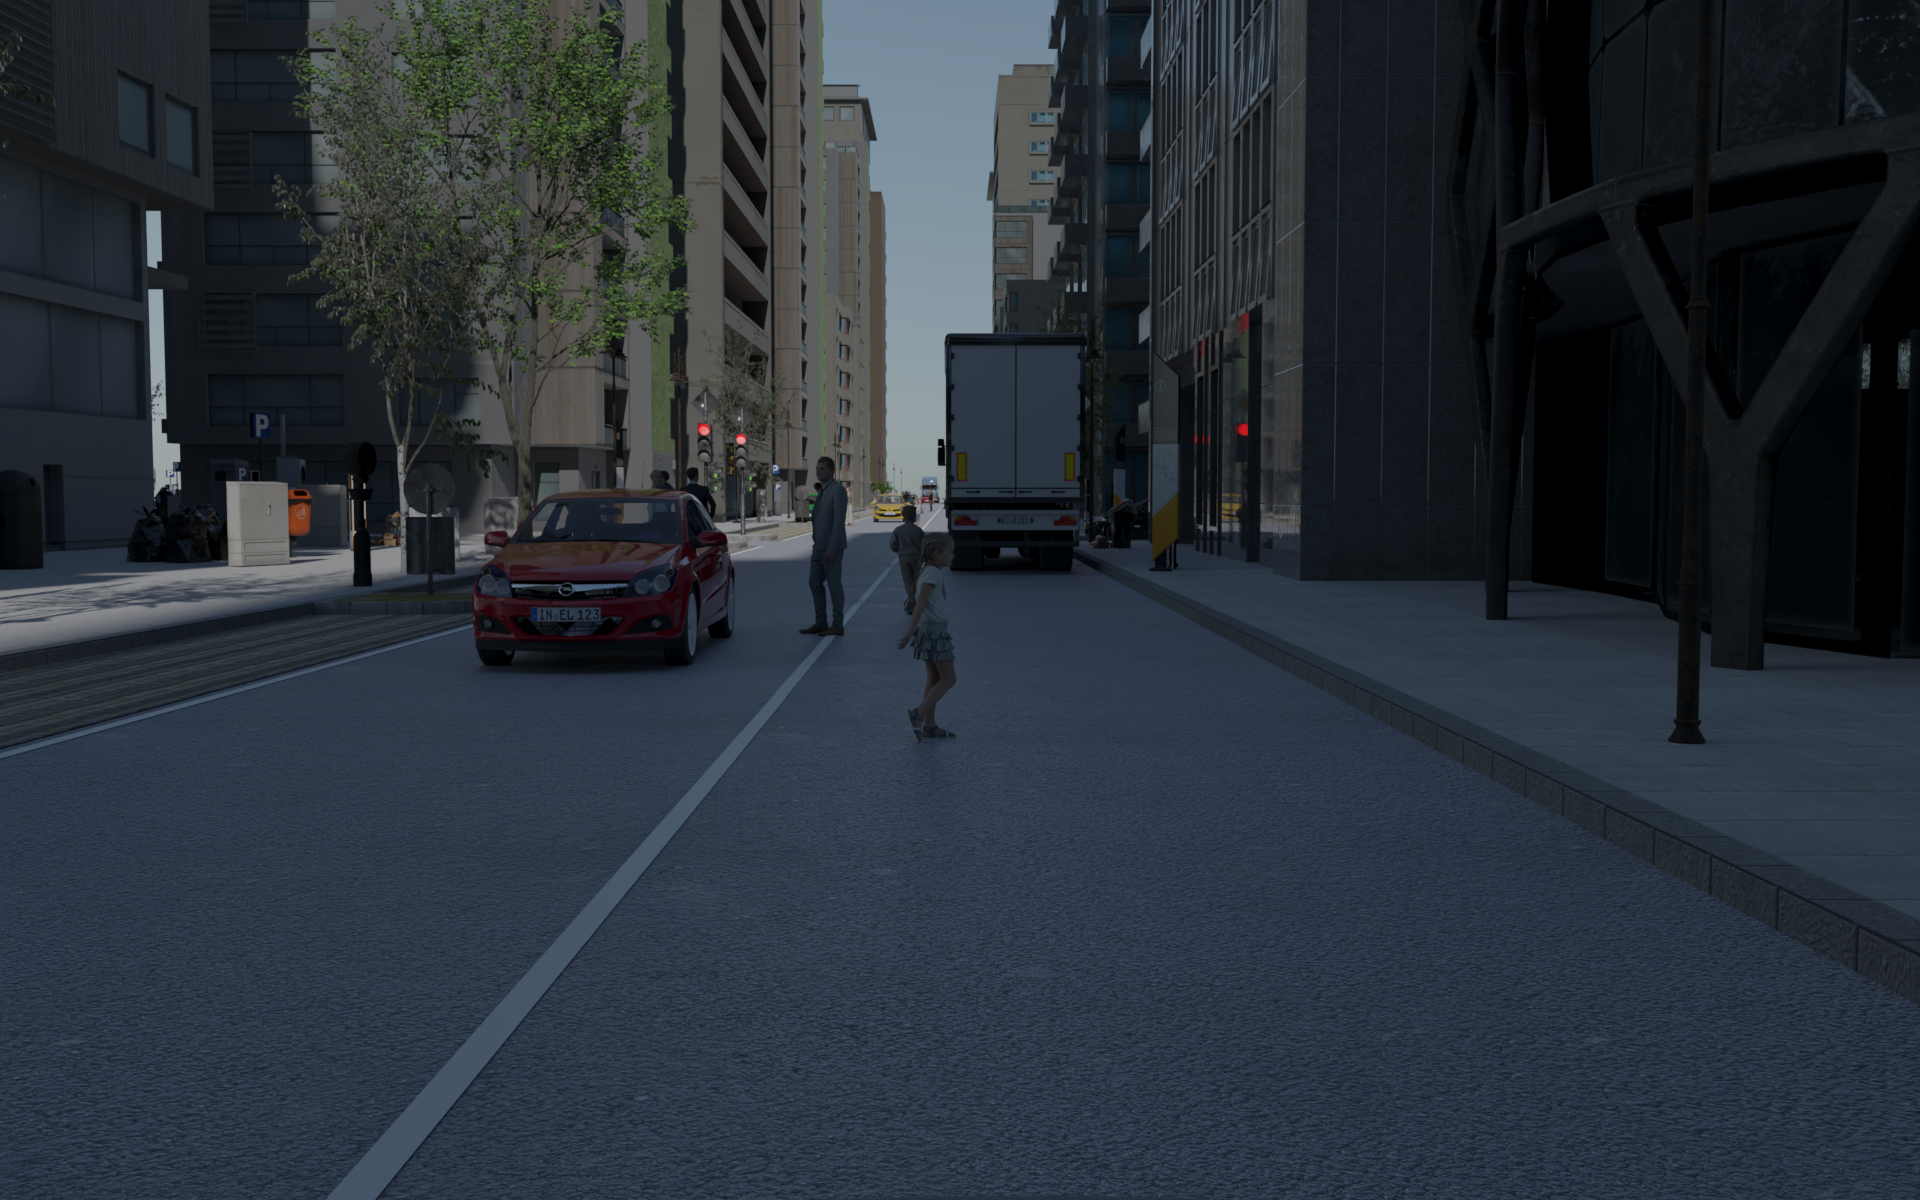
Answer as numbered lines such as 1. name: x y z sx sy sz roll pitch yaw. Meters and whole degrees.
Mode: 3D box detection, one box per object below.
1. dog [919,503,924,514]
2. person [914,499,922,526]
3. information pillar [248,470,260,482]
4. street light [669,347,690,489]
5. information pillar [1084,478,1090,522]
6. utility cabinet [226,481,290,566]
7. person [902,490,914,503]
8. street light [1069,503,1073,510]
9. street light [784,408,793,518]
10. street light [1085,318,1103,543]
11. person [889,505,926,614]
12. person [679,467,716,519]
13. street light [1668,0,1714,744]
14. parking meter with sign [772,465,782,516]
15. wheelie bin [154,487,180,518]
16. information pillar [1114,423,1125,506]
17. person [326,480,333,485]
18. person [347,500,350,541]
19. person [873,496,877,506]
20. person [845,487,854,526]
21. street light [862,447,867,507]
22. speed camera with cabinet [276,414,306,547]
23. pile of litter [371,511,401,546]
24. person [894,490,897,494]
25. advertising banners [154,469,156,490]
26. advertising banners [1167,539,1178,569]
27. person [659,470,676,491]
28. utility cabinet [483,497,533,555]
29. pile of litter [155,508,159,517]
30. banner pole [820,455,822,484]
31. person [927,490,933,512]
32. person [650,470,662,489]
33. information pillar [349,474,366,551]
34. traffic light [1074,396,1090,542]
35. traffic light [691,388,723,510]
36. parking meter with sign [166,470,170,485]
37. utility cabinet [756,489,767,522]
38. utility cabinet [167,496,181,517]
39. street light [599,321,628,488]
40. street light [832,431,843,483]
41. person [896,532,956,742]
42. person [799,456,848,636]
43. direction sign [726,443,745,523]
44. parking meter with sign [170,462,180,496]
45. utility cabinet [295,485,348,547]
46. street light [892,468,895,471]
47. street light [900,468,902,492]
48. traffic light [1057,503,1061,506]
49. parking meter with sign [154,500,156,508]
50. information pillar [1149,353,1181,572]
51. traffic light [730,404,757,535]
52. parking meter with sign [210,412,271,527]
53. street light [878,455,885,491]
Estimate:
1. dog: -2.656 -6.523 123.479 0.800 0.831 0.513 -3 5 -40
2. person: -1.719 -3.505 70.491 0.332 1.250 0.352 1 4 12
3. information pillar: -22.029 -3.031 54.056 0.304 2.012 0.304 -3 5 -45
4. street light: -8.829 -5.002 54.570 0.468 5.910 1.993 0 4 0
5. information pillar: 5.944 -4.640 80.358 0.304 2.012 0.304 -1 4 -11
6. utility cabinet: -12.496 -1.358 30.878 0.318 1.500 1.173 1 4 21
7. person: -4.338 -8.009 140.271 1.217 1.723 0.721 0 4 -6
8. street light: 3.566 -5.063 55.569 0.468 5.910 1.993 0 4 0
9. street light: -9.006 -7.223 90.881 0.468 5.910 1.993 0 4 0
10. street light: 3.465 -4.455 45.624 0.468 5.910 1.993 0 4 0
11. person: -0.619 -0.488 20.747 0.475 1.303 0.640 -1 4 -21
12. person: -4.601 -1.378 30.389 0.648 1.900 0.474 -1 4 -14
13. street light: 3.761 -2.201 8.781 0.468 5.910 1.993 0 4 0
14. parking meter with sign: -10.795 -6.469 102.030 0.543 3.016 1.738 -1 4 -14
15. wheelie bin: -34.902 -4.166 76.030 0.693 1.594 0.980 0 4 -7
16. information pillar: 5.283 -4.031 57.265 0.504 3.616 0.183 -3 5 -43
17. person: -18.723 -2.648 51.659 0.638 1.841 0.748 -3 4 -37
18. person: -17.476 -2.326 49.127 0.523 1.515 0.503 -2 4 -24
19. person: -5.073 -5.610 104.504 0.425 1.301 0.394 -2 4 -33
20. person: -5.031 -4.214 77.952 0.362 1.759 0.519 -3 5 -44
21. street light: -9.273 -11.879 167.017 0.468 5.910 1.993 0 4 0
22. speed camera with cabinet: -16.502 -2.940 42.405 0.660 3.252 2.038 -1 4 -10
23. pile of litter: -14.292 -1.785 43.144 1.176 0.858 1.719 -2 4 -30
24. person: -3.966 -5.933 106.506 0.522 1.701 0.512 -1 4 -19
25. advertising banners: -55.132 -7.459 118.147 0.090 3.025 2.074 -3 4 -39
26. advertising banners: 3.680 -2.089 30.346 0.090 3.025 2.074 0 4 1
27. person: -5.299 -1.359 30.518 0.447 1.846 0.655 1 4 20
28. utility cabinet: -9.663 -1.586 37.095 1.020 1.237 0.306 -3 5 -44
29. pile of litter: -29.506 -3.054 63.899 1.176 0.858 1.719 1 4 17
30. banner pole: -8.746 -7.361 110.369 0.401 3.779 0.863 1 4 18
31. person: -2.463 -8.145 142.189 0.721 1.766 1.217 1 4 17
32. person: -5.180 -1.281 29.320 0.818 1.842 0.514 -1 4 -20
33. information pillar: -13.502 -2.099 38.815 0.304 2.012 0.304 -2 4 -30
34. traffic light: 3.092 -3.490 45.986 0.839 4.253 0.868 0 4 0
35. traffic light: -6.719 -3.487 45.929 0.839 4.253 0.868 0 4 0
36. parking meter with sign: -56.143 -7.793 123.676 0.543 3.016 1.738 -3 5 -39
37. utility cabinet: -9.006 -4.286 78.752 0.318 1.500 1.173 -1 4 -16
38. utility cabinet: -33.519 -3.876 74.535 1.020 1.237 0.306 -1 4 -10
39. street light: -8.814 -4.366 44.177 0.468 5.910 1.993 0 4 0
40. street light: -9.123 -9.659 130.705 0.468 5.910 1.993 0 4 0
41. person: -0.217 0.205 10.163 0.382 1.210 0.505 -1 4 -11
42. person: -1.334 -0.548 17.565 0.391 1.810 0.635 -2 4 -32
43. direction sign: -9.877 -5.167 76.484 0.876 3.537 0.379 -1 4 -21
44. parking meter with sign: -41.713 -5.977 93.985 0.543 3.016 1.738 2 4 33
45. utility cabinet: -15.393 -2.024 41.766 1.173 1.500 0.318 1 4 10
46. street light: -9.558 -17.013 250.949 0.468 5.910 1.993 0 4 0
47. street light: -9.745 -19.251 287.538 0.468 5.910 1.993 0 4 0
48. traffic light: 3.058 -3.979 53.971 0.839 4.253 0.868 0 4 0
49. parking meter with sign: -53.532 -7.183 113.695 0.543 3.016 1.738 1 4 19
50. information pillar: 3.402 -2.281 28.649 0.504 3.616 0.183 3 4 36
51. traffic light: -6.753 -3.975 53.914 0.839 4.253 0.868 0 4 0
52. parking meter with sign: -15.802 -2.523 37.505 1.738 3.016 0.543 1 4 18
53. street light: -9.530 -14.792 214.637 0.468 5.910 1.993 0 4 0
